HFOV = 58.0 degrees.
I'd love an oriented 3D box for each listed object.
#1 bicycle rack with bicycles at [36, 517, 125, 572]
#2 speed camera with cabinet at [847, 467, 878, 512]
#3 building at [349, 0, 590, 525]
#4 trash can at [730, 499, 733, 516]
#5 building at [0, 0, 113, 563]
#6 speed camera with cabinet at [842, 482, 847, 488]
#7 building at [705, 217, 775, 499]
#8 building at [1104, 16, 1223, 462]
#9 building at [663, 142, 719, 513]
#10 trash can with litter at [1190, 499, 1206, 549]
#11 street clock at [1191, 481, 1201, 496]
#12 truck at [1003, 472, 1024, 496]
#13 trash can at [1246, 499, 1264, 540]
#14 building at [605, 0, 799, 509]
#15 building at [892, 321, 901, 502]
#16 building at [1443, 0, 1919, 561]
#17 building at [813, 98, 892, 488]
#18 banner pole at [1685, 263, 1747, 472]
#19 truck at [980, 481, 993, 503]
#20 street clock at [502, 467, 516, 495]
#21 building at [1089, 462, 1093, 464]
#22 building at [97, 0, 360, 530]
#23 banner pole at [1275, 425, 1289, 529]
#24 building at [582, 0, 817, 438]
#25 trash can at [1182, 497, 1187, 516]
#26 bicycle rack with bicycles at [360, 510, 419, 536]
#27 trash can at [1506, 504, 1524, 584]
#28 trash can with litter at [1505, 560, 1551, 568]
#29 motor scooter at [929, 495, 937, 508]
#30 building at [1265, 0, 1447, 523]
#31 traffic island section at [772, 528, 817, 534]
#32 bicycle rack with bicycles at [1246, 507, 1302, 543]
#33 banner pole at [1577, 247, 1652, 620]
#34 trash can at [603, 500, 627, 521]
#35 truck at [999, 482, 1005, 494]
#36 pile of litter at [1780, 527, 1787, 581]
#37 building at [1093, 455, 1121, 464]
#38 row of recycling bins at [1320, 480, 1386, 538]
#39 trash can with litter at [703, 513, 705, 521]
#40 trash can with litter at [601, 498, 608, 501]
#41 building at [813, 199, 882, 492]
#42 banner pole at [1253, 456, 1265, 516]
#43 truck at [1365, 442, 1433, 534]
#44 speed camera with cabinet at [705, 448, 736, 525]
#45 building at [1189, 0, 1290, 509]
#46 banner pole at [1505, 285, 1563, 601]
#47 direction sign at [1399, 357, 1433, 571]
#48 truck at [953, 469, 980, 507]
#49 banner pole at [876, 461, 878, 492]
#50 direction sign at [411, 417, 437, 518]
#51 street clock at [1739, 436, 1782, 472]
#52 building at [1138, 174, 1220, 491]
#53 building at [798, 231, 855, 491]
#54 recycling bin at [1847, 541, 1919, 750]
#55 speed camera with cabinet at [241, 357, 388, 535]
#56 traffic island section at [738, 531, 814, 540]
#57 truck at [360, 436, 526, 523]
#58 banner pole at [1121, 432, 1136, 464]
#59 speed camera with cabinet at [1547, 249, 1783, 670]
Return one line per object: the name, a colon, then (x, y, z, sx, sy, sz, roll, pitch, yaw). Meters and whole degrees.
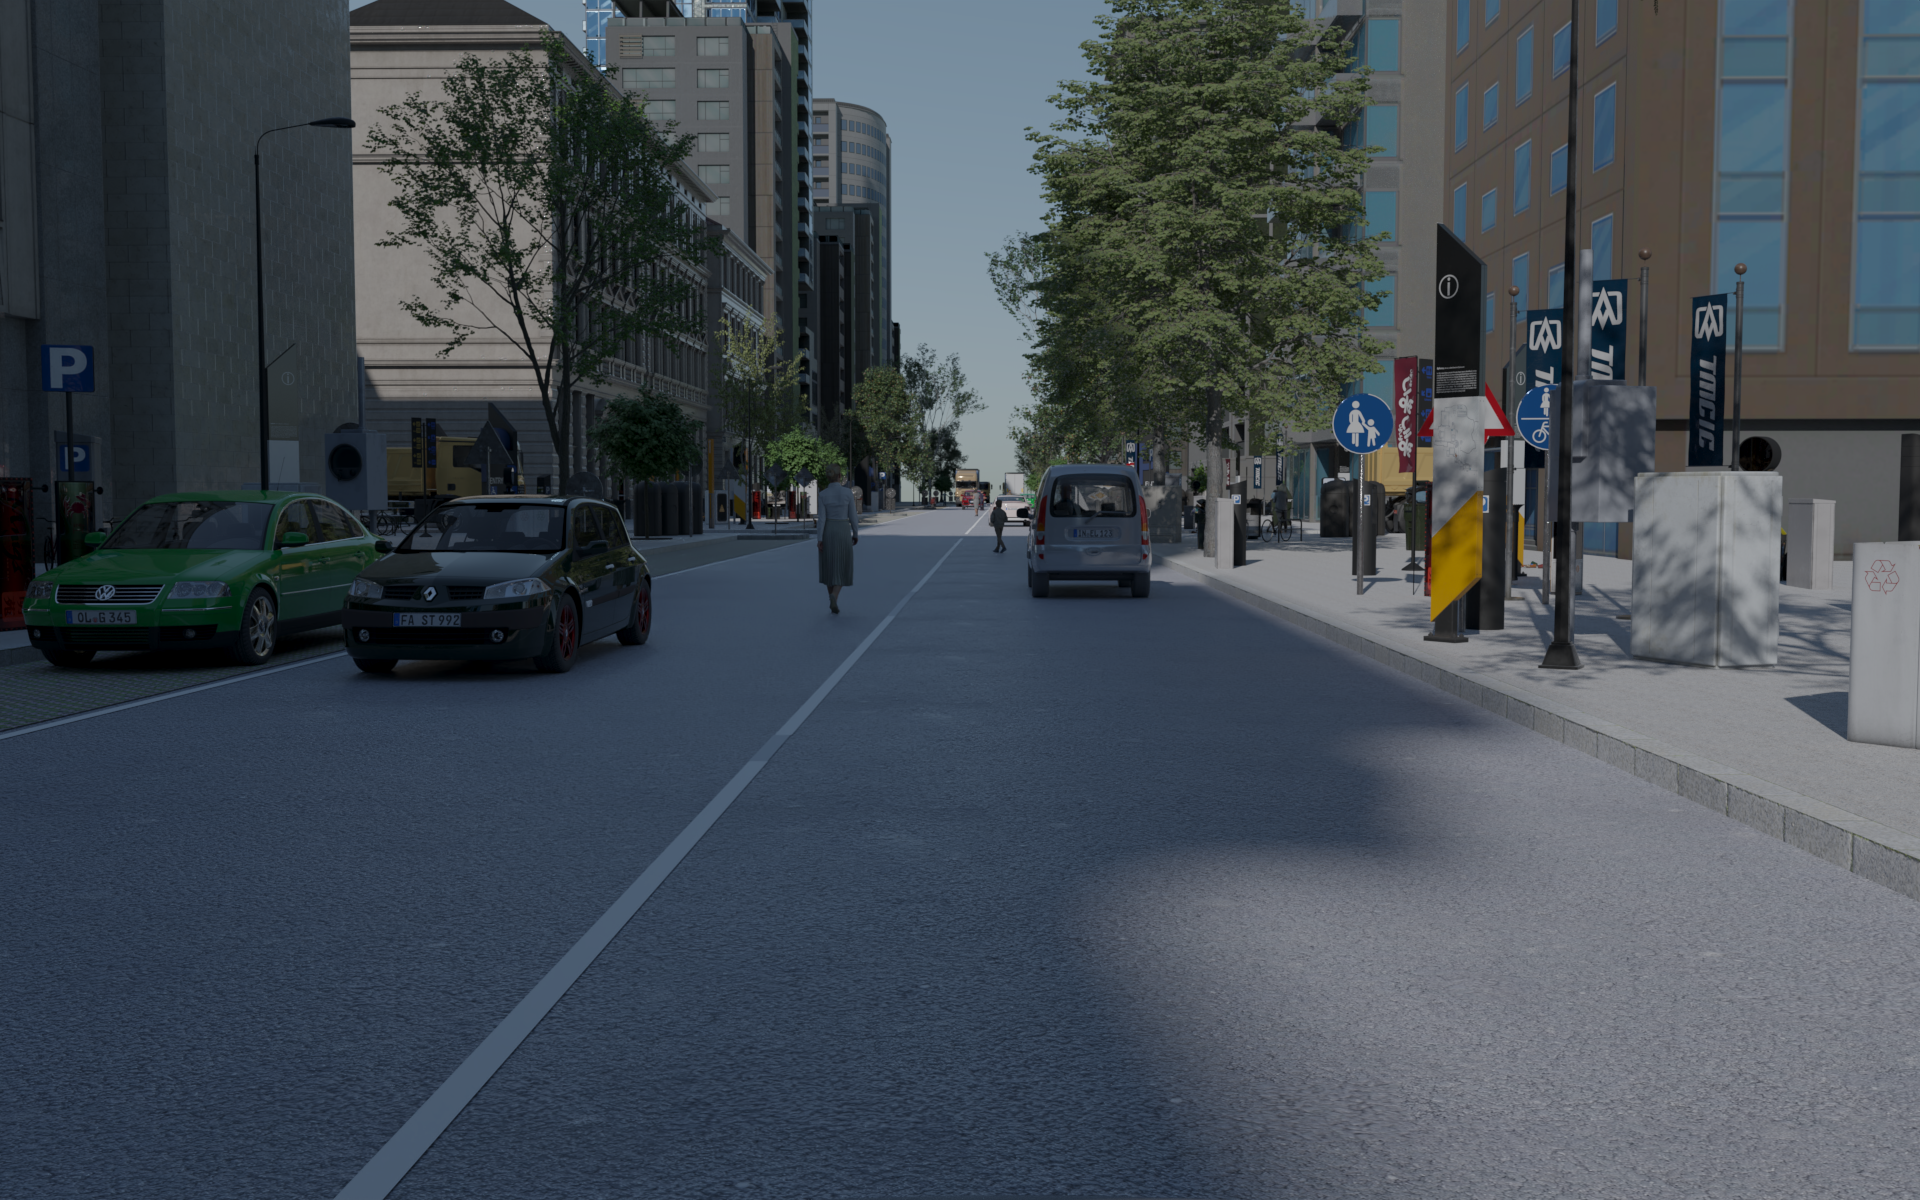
bicycle rack with bicycles: (-13.045, -0.847, 27.235, 2.852, 0.926, 2.925, -2, 4, -32)
speed camera with cabinet: (-6.978, -8.031, 125.643, 2.038, 3.252, 0.660, -1, 4, -14)
building: (-21.491, -15.420, 81.002, 11.050, 23.489, 19.941, 0, 4, 1)
trash can: (-13.334, -5.454, 100.833, 0.748, 1.137, 0.748, 0, 3, 0)
building: (-22.959, -12.579, 23.694, 12.078, 24.808, 19.932, 0, 4, 1)
speed camera with cabinet: (-8.208, -8.211, 128.579, 0.660, 3.252, 2.038, 2, 4, 24)
building: (-20.126, -17.447, 121.420, 11.583, 22.565, 21.152, 0, 4, 1)
building: (30.902, -36.777, 190.535, 28.713, 52.752, 27.495, 0, 4, 1)
building: (-21.115, -16.638, 100.903, 11.050, 23.489, 19.941, 0, 4, 1)
trash can with litter: (5.930, -1.765, 40.242, 1.055, 1.170, 0.624, -2, 4, -24)
street clock: (12.758, -5.449, 93.659, 0.471, 2.002, 0.358, -1, 4, -12)
truck: (7.132, -14.637, 228.226, 2.839, 4.237, 11.283, 0, 4, 1)
trash can: (8.222, -2.288, 49.060, 0.748, 1.137, 0.748, 0, 3, 0)
building: (-21.339, -28.284, 146.043, 14.154, 41.232, 14.086, 0, 4, 1)
building: (-16.986, -31.127, 280.620, 14.160, 30.474, 14.107, 0, 4, 1)
building: (19.685, -23.746, 38.365, 14.600, 45.320, 14.200, 0, 4, 1)
building: (-21.567, -43.817, 258.413, 21.231, 58.520, 28.212, 0, 4, 1)
banner pole: (8.353, -1.777, 19.078, 0.401, 3.779, 0.863, -2, 4, -26)
truck: (3.353, -16.607, 267.449, 3.469, 3.379, 9.791, 0, 4, 2)
street clock: (-12.138, -2.574, 46.650, 0.358, 2.002, 0.471, 0, 4, -5)
building: (26.314, -29.806, 259.034, 14.160, 30.474, 14.107, 0, 4, 1)
building: (-24.830, -11.421, 41.487, 16.860, 20.320, 10.420, 0, 4, 1)
banner pole: (11.730, -4.469, 63.084, 0.401, 3.779, 0.863, -2, 4, -23)
building: (-24.771, -52.293, 167.659, 22.319, 86.520, 31.000, 0, 4, 1)
trash can: (12.884, -5.442, 100.623, 0.748, 1.137, 0.748, 0, 3, 0)
bicycle rack with bicycles: (-18.178, -2.441, 53.292, 2.925, 0.926, 2.852, -1, 4, -19)
trash can: (7.628, -0.795, 24.647, 0.748, 1.137, 0.748, 0, 3, 0)
trash can with litter: (9.779, -1.168, 30.153, 2.233, 1.210, 1.678, 0, 4, -5)
motor scooter: (-2.718, -9.962, 175.650, 0.815, 1.314, 1.986, 0, 4, 3)
building: (29.671, -28.169, 80.170, 30.456, 49.044, 23.786, 0, 4, 1)
traffic island section: (-5.696, -2.499, 63.143, 2.009, 0.180, 2.903, 0, 4, 1)
bicycle rack with bicycles: (7.866, -2.034, 46.631, 2.852, 0.926, 2.925, 2, 4, 31)
banner pole: (6.748, -1.699, 17.788, 0.863, 3.779, 0.401, 2, 4, 30)
trash can: (-8.394, -1.839, 41.728, 0.748, 1.137, 0.748, 0, 3, 0)
truck: (8.227, -17.498, 282.014, 3.469, 3.379, 9.791, 0, 3, 0)
pile of litter: (11.903, -0.726, 25.829, 1.719, 0.858, 1.176, 0, 4, 6)
building: (25.741, -34.282, 244.104, 14.154, 41.232, 14.086, 0, 4, 1)
row of recycling bins: (11.952, -2.771, 52.425, 1.069, 1.692, 3.534, 3, 4, 37)
trash can with litter: (-11.783, -4.269, 81.182, 1.055, 1.170, 0.624, 3, 5, 42)
trash can with litter: (-9.342, -1.984, 43.825, 1.055, 1.170, 0.624, 1, 4, 20)
building: (-18.101, -33.835, 236.793, 14.154, 41.232, 14.086, 0, 4, 1)
banner pole: (17.285, -6.705, 99.650, 0.863, 3.779, 0.401, 0, 4, 5)
truck: (18.758, -3.831, 58.566, 9.791, 3.379, 3.469, 0, 4, 1)
speed camera with cabinet: (-9.983, -4.849, 73.614, 0.660, 3.252, 2.038, 2, 4, 31)
building: (27.515, -41.700, 120.049, 20.563, 71.187, 20.611, 0, 4, 1)
banner pole: (6.835, -1.880, 20.760, 0.863, 3.779, 0.401, 3, 4, 36)
direction sign: (7.597, -2.259, 28.938, 0.876, 3.537, 0.379, -3, 4, -38)
truck: (0.836, -12.467, 192.753, 2.839, 4.237, 11.283, 0, 4, 2)
banner pole: (-6.327, -8.690, 132.096, 0.401, 3.779, 0.863, 0, 4, -2)
direction sign: (-15.923, -3.640, 51.515, 0.379, 3.537, 0.876, 2, 4, 34)
street clock: (10.011, -1.051, 21.753, 0.358, 2.002, 0.471, -3, 5, -40)
building: (23.316, -23.529, 156.402, 14.160, 30.474, 14.107, 0, 4, 1)
building: (-19.196, -25.691, 191.751, 14.160, 30.474, 14.107, 0, 4, 1)
recycling bin: (5.090, 0.224, 8.885, 0.722, 1.027, 0.722, -2, 4, -35)
speed camera with cabinet: (-9.355, -1.879, 25.055, 2.038, 3.252, 0.660, 1, 4, 13)
traffic island section: (-5.893, -2.011, 55.161, 2.009, 0.180, 2.903, 0, 4, 1)
truck: (-19.003, -3.857, 58.979, 9.791, 3.379, 3.469, 0, 4, 2)
banner pole: (6.790, -4.910, 70.296, 0.863, 3.779, 0.401, -2, 4, -26)
speed camera with cabinet: (5.464, -1.174, 13.529, 0.660, 3.252, 2.038, -1, 4, -18)
